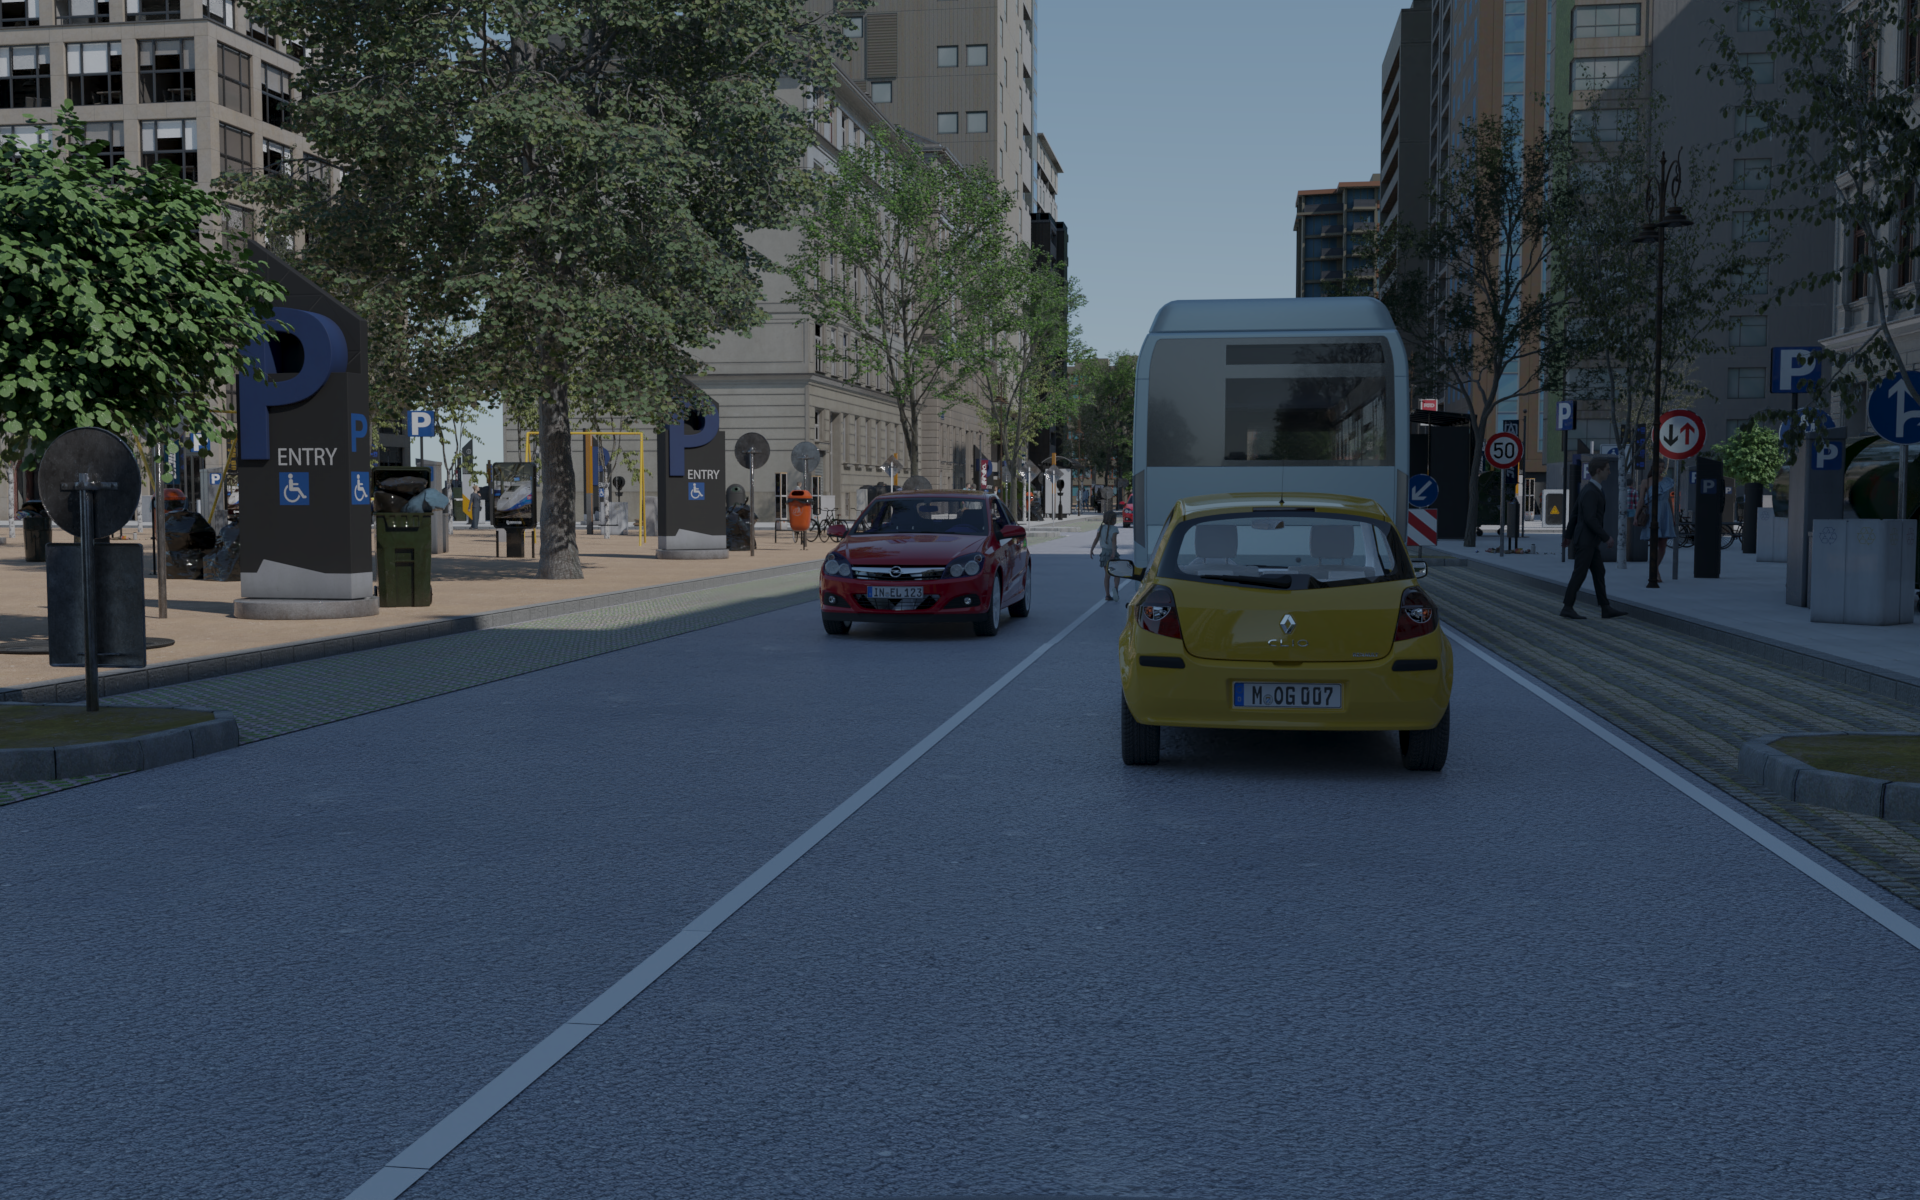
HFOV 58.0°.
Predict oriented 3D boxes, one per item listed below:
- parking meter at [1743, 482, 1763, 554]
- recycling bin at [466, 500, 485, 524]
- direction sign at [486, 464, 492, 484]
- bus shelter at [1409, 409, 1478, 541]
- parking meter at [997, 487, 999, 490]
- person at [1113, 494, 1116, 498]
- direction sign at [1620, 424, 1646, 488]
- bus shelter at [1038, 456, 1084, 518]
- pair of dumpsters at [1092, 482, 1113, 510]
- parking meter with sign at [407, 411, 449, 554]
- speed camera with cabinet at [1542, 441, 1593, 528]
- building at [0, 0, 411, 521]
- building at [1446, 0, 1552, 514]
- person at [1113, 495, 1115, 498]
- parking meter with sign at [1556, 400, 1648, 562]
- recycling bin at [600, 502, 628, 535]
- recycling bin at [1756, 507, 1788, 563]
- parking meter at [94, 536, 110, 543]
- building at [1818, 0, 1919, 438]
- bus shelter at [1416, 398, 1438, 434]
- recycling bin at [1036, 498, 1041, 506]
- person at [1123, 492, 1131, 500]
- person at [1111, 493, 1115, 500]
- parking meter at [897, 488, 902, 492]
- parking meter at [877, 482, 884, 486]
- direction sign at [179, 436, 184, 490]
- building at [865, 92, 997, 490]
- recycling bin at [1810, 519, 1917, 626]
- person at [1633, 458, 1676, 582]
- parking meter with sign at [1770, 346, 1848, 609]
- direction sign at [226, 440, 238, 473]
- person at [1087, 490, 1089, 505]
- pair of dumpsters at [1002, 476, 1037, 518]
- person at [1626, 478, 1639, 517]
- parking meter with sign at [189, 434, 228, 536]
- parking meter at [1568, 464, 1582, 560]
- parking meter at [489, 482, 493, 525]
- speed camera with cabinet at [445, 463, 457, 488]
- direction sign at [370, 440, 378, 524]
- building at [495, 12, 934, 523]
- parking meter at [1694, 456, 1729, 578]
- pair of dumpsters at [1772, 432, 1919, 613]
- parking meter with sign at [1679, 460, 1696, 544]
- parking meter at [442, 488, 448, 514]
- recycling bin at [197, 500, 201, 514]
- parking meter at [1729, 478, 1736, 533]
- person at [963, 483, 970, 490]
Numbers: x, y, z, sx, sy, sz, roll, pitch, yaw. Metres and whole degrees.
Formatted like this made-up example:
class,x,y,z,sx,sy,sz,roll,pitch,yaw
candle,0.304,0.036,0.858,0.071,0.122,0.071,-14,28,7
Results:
class,x,y,z,sx,sy,sz,roll,pitch,yaw
parking meter,17.109,-1.771,37.366,0.372,1.533,0.369,0,3,0
recycling bin,-20.796,-3.780,74.361,0.722,1.027,0.722,-1,4,-21
direction sign,-35.199,-8.413,129.552,0.379,3.537,0.876,1,4,12
bus shelter,13.872,-3.629,50.622,1.731,3.624,6.357,1,4,9
parking meter,3.014,-8.091,138.000,0.399,1.863,0.255,-2,4,-32
person,14.799,-9.508,162.317,0.721,1.723,1.217,-3,5,-42
direction sign,21.721,-3.912,55.955,0.379,3.537,0.876,-3,4,-39
bus shelter,5.558,-6.158,94.607,2.014,3.302,5.546,1,4,9
pair of dumpsters,11.239,-8.243,137.272,1.574,2.255,4.437,1,4,9
parking meter with sign,-11.333,-2.496,37.067,0.543,3.016,1.738,0,4,-6
speed camera with cabinet,23.004,-4.332,65.159,2.038,3.252,0.660,1,4,22
building,-50.060,-17.630,92.763,34.151,26.468,19.350,1,4,9
building,40.769,-28.493,115.967,14.600,45.320,14.200,1,4,9
person,15.832,-10.902,184.250,1.348,1.831,0.705,-1,4,-19
parking meter with sign,12.148,-2.227,32.675,1.738,3.016,0.543,-1,4,-14
recycling bin,-10.828,-2.551,54.258,0.722,1.027,0.722,0,4,3
recycling bin,15.550,-1.230,32.669,0.722,1.027,0.722,-2,4,-35
parking meter,-16.919,-1.567,34.028,0.372,1.533,0.369,0,3,0
building,26.341,-12.140,34.645,11.583,22.565,21.152,1,4,9
bus shelter,18.606,-5.681,70.520,2.179,5.291,8.768,1,4,9
recycling bin,5.162,-6.594,120.369,0.722,1.027,0.722,-1,4,-19
person,17.633,-10.669,180.570,1.348,1.812,0.705,-1,4,-15
person,14.337,-9.648,164.311,1.217,1.766,0.721,0,4,-3
parking meter,-2.250,-3.586,67.040,0.372,1.533,0.369,0,3,0
parking meter,-3.788,-4.688,82.367,0.255,1.863,0.399,-1,4,-18
direction sign,-27.743,-4.256,61.587,0.876,3.537,0.379,3,5,41
building,-5.060,-19.693,119.248,12.463,27.353,25.104,1,4,9
recycling bin,9.000,-0.288,17.256,0.722,1.027,0.722,-3,4,-38
person,10.159,-1.175,25.344,0.616,1.811,0.778,1,4,12
parking meter with sign,9.748,-1.437,19.752,0.543,3.016,1.738,1,4,10
direction sign,-26.194,-4.344,63.025,0.876,3.537,0.379,-1,4,-16
person,15.154,-12.209,205.675,0.705,1.821,1.348,1,4,8
pair of dumpsters,3.098,-5.462,91.804,1.574,2.255,4.437,1,4,9
person,18.594,-2.526,48.180,0.563,1.720,0.643,3,4,37
parking meter with sign,-21.160,-3.221,48.926,0.543,3.016,1.738,-3,5,-41
parking meter,12.167,-1.728,33.964,0.399,1.863,0.255,0,4,-5
parking meter,-19.071,-3.989,70.929,0.399,1.863,0.255,0,4,-3
speed camera with cabinet,-34.517,-7.632,119.116,2.038,3.252,0.660,1,4,11
direction sign,-24.936,-4.952,72.962,0.876,3.537,0.379,0,4,-3
building,-11.688,-15.835,92.183,16.112,22.955,30.059,1,4,9
parking meter,11.445,-1.268,26.436,0.399,1.863,0.255,2,4,30
pair of dumpsters,10.925,-1.078,20.126,1.574,2.255,4.437,1,4,9
parking meter with sign,18.959,-2.975,44.907,0.543,3.016,1.738,0,4,7
parking meter,-22.630,-4.149,76.255,0.372,1.533,0.369,0,3,0
recycling bin,-32.334,-3.778,74.331,0.722,1.027,0.722,-2,4,-27
parking meter,24.716,-3.056,55.683,0.399,1.863,0.255,2,4,30
person,0.339,-4.899,86.006,0.638,1.841,0.748,-1,4,-15
